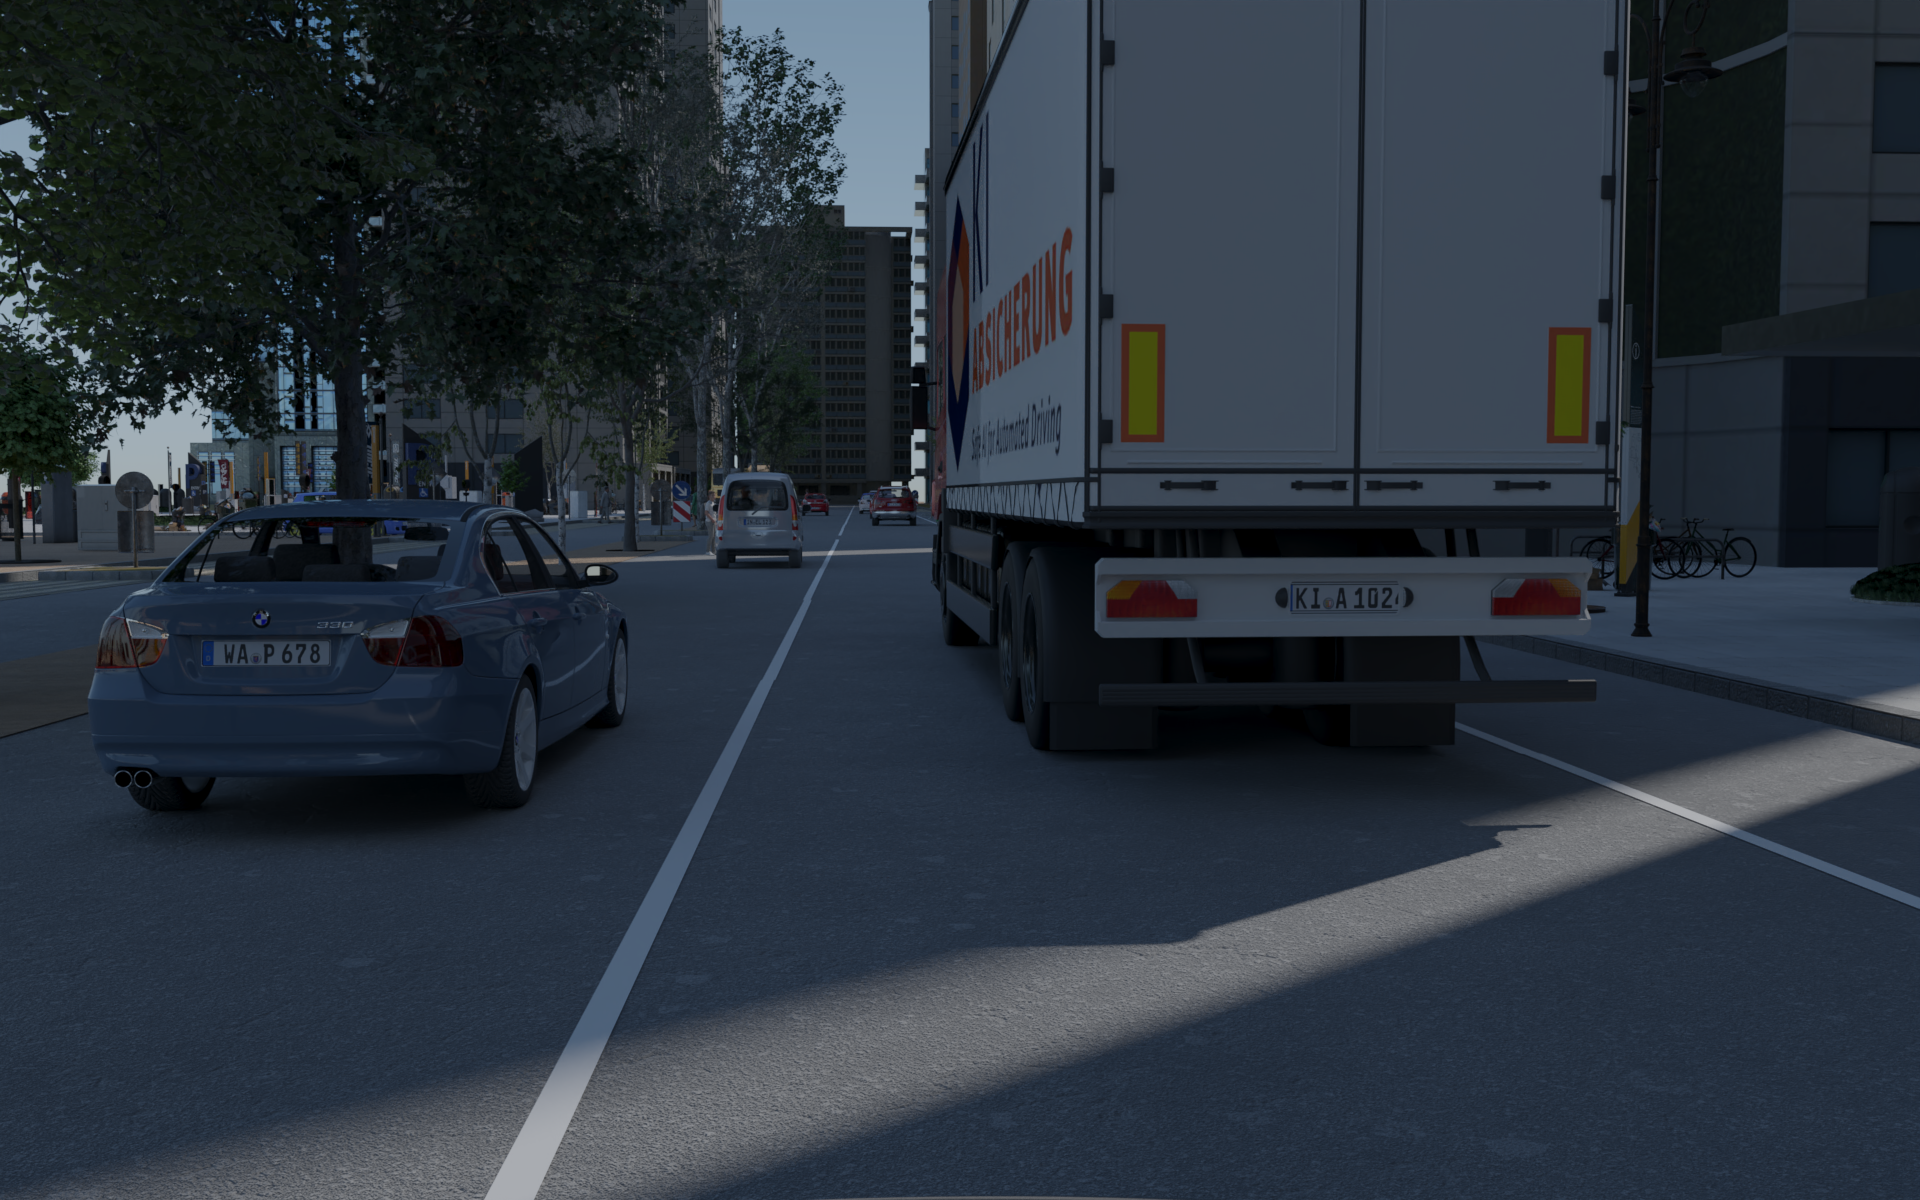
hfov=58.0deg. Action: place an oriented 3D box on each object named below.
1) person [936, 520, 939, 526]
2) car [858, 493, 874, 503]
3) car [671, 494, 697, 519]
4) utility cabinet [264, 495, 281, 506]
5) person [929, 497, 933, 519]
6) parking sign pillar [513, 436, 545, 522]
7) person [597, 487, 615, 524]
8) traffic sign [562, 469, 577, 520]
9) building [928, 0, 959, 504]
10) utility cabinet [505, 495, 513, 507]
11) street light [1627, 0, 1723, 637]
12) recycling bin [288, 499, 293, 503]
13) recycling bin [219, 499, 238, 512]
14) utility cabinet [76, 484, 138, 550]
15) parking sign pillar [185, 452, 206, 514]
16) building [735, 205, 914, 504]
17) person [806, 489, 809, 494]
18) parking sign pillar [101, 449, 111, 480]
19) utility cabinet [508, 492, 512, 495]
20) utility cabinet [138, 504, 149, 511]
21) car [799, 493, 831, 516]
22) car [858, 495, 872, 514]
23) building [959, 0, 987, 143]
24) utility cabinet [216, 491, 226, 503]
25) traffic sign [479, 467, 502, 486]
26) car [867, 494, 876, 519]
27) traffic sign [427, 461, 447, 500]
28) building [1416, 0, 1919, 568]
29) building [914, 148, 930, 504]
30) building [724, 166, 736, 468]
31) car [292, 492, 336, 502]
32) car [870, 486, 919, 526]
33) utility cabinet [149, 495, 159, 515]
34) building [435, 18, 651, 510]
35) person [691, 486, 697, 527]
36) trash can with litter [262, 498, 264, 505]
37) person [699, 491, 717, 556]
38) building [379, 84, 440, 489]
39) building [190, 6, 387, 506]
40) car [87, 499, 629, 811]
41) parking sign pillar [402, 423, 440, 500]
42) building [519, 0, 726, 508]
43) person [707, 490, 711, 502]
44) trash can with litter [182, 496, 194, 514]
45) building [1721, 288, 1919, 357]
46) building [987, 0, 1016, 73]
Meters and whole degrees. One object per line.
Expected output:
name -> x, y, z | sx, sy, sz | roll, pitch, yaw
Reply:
person -> -0.994, -3.926, 76.940 | 0.306, 1.304, 0.590 | 0, 4, 8
car -> -7.721, -8.435, 147.503 | 1.945, 1.707, 3.694 | 0, 4, -3
car -> -15.671, -5.472, 99.250 | 2.009, 1.686, 4.222 | 0, 4, -2
utility cabinet -> -37.402, -5.096, 94.485 | 0.306, 1.237, 1.020 | 3, 5, 40
person -> -1.438, -5.456, 98.459 | 0.760, 1.731, 0.466 | -1, 4, -19
parking sign pillar -> -19.883, -5.578, 79.665 | 1.447, 3.967, 1.447 | -2, 4, -27
person -> -17.030, -4.554, 83.234 | 0.850, 1.792, 0.678 | 0, 4, 5
traffic sign -> -19.543, -5.290, 86.605 | 0.768, 2.556, 0.104 | 0, 4, 3
building -> 7.015, -40.061, 196.994 | 21.231, 58.520, 28.212 | 0, 4, -3
utility cabinet -> -24.117, -5.046, 93.660 | 0.306, 1.237, 1.020 | 2, 4, 32
street light -> 6.146, -2.609, 15.440 | 0.468, 5.910, 1.993 | 0, 4, -3
recycling bin -> -37.517, -5.108, 96.066 | 0.722, 1.027, 0.722 | 2, 4, 31
recycling bin -> -34.846, -4.278, 82.502 | 0.722, 1.027, 0.722 | -1, 4, -12
utility cabinet -> -19.254, -1.857, 39.036 | 1.173, 1.500, 0.318 | 0, 4, 3
parking sign pillar -> -49.044, -7.501, 111.120 | 1.447, 3.967, 1.447 | 1, 4, 21
building -> -18.345, -33.247, 235.464 | 23.993, 40.220, 32.217 | 0, 4, -3
person -> -11.518, -7.436, 130.095 | 0.388, 1.821, 0.555 | 0, 4, -7
parking sign pillar -> -51.298, -7.071, 104.083 | 1.447, 3.967, 1.447 | -1, 4, -21
utility cabinet -> -32.727, -7.197, 126.349 | 0.318, 1.500, 1.173 | -1, 4, -18
utility cabinet -> -40.036, -4.634, 84.438 | 1.173, 1.500, 0.318 | 2, 4, 32
car -> -9.617, -6.486, 115.085 | 2.155, 1.783, 4.494 | 0, 4, -5
car -> -6.379, -6.932, 125.699 | 2.083, 1.381, 4.827 | 0, 4, -2
building -> 7.201, -29.298, 129.128 | 14.600, 45.320, 14.200 | 0, 4, -3
utility cabinet -> -50.311, -6.682, 117.930 | 0.318, 1.500, 1.173 | 0, 4, -6
traffic sign -> -16.318, -3.460, 60.218 | 0.795, 2.450, 0.064 | 0, 4, -3
car -> -4.423, -5.676, 101.846 | 2.155, 1.783, 4.494 | 0, 4, -3
traffic sign -> -15.858, -2.973, 52.247 | 0.795, 2.450, 0.064 | 0, 4, -3
building -> 15.430, -36.698, 38.260 | 20.563, 71.187, 20.611 | 0, 4, -3
building -> 9.050, -37.517, 233.009 | 30.456, 49.044, 23.786 | 0, 4, -3
building -> -36.918, -35.203, 225.685 | 14.200, 45.320, 14.600 | 0, 4, -3
car -> -19.348, -2.753, 54.607 | 3.694, 1.707, 1.945 | 0, 4, -3
car -> -3.024, -4.341, 79.645 | 2.281, 1.827, 5.304 | 0, 4, -2
utility cabinet -> -46.411, -5.406, 99.542 | 0.306, 1.237, 1.020 | 0, 4, -1
building -> -36.509, -44.378, 163.834 | 20.563, 71.187, 20.611 | 0, 4, -3
person -> -11.260, -4.004, 74.217 | 0.529, 1.795, 0.600 | 2, 4, 29
trash can with litter -> -51.877, -7.195, 129.018 | 1.055, 1.170, 0.624 | 1, 4, 10
person -> -5.799, -1.793, 40.419 | 0.523, 1.515, 0.503 | -1, 4, -22
building -> -34.922, -43.123, 143.319 | 20.563, 71.187, 20.611 | 0, 4, -3
building -> -81.282, -55.862, 226.008 | 31.000, 86.520, 22.319 | 0, 4, -3
car -> -2.895, 0.174, 9.157 | 2.014, 1.417, 4.499 | 0, 4, -2
parking sign pillar -> -20.590, -4.753, 66.188 | 1.447, 3.967, 1.447 | -3, 4, -37
building -> -37.959, -46.464, 197.939 | 20.611, 71.187, 20.563 | 0, 4, -3
person -> -20.529, -8.114, 141.722 | 0.434, 1.755, 0.990 | 0, 4, -4
trash can with litter -> -37.180, -4.481, 84.315 | 2.233, 1.210, 1.678 | -1, 4, -17
building -> 19.350, -21.299, 2.863 | 22.147, 44.769, 28.867 | 0, 4, -3
building -> 15.873, -31.273, 100.558 | 28.713, 52.752, 27.495 | 0, 4, -3
